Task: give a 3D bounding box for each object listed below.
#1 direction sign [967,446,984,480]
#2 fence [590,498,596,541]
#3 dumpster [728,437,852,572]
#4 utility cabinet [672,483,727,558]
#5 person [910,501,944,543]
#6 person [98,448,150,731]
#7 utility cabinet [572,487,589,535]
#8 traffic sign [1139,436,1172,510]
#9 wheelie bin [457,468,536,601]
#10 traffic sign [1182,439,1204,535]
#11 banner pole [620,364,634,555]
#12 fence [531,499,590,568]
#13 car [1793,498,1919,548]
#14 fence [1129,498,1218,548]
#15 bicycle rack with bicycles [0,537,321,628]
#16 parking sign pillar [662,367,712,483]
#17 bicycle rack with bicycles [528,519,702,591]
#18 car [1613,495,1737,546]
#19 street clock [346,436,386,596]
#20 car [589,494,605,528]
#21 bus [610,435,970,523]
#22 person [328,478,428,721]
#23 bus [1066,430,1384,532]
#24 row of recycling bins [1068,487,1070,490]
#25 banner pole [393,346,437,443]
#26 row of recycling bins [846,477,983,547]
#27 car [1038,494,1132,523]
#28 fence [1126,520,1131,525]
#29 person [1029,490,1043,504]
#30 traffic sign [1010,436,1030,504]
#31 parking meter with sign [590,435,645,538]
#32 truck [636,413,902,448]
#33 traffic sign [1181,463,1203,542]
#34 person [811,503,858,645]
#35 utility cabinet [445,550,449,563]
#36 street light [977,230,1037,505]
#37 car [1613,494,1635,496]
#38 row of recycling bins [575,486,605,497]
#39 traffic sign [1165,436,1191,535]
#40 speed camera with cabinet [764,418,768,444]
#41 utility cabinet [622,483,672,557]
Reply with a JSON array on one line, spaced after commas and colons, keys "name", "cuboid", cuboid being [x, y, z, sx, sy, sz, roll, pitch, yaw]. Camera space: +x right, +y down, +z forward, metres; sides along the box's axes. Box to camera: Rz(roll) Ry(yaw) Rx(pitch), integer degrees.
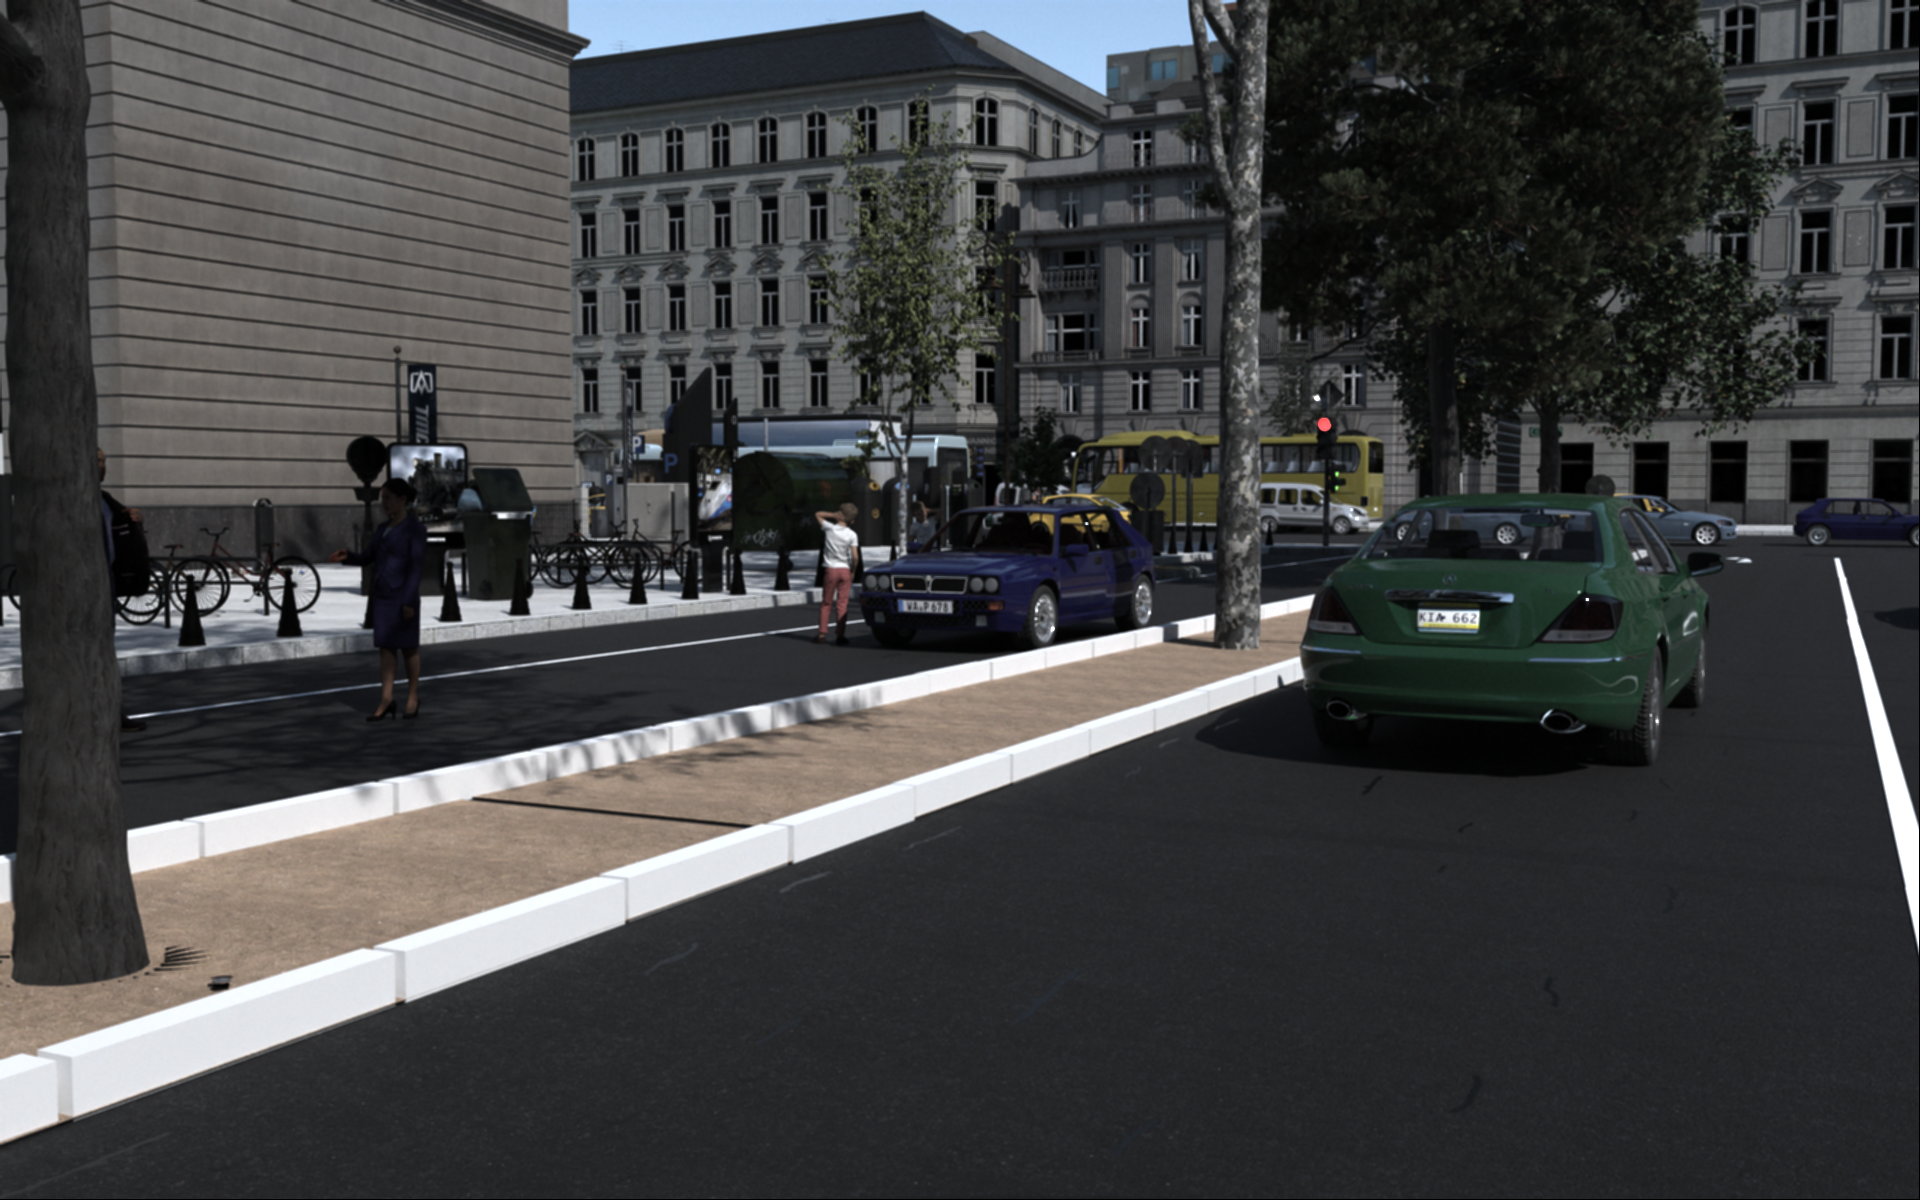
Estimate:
[{"name": "direction sign", "cuboid": [0.675, -5.498, 81.895, 0.876, 3.537, 0.379, 0, 4, -4]}, {"name": "fence", "cuboid": [-9.884, -2.003, 43.951, 2.264, 1.192, 0.480, 3, 5, 42]}, {"name": "dumpster", "cuboid": [-2.938, -1.633, 29.190, 1.502, 2.255, 1.985, 2, 4, 26]}, {"name": "utility cabinet", "cuboid": [-5.206, -1.603, 34.888, 0.318, 1.500, 1.173, 3, 4, 37]}, {"name": "person", "cuboid": [-0.384, -0.517, 20.862, 0.435, 1.345, 0.340, 0, 4, -5]}, {"name": "person", "cuboid": [-5.116, -0.057, 10.258, 0.431, 1.722, 0.655, 1, 4, 21]}, {"name": "utility cabinet", "cuboid": [-11.955, -2.743, 53.528, 1.173, 1.500, 0.318, 3, 4, 38]}, {"name": "traffic sign", "cuboid": [4.240, -2.306, 37.811, 0.768, 2.556, 0.104, 2, 4, 27]}, {"name": "wheelie bin", "cuboid": [-5.665, -0.805, 21.077, 0.693, 1.594, 0.980, 3, 5, 41]}, {"name": "traffic sign", "cuboid": [5.316, -2.464, 40.398, 0.768, 2.556, 0.104, 3, 4, 36]}, {"name": "banner pole", "cuboid": [-6.462, -2.671, 33.695, 0.401, 3.779, 0.863, 0, 4, 4]}, {"name": "fence", "cuboid": [-7.621, -1.180, 30.494, 2.264, 1.192, 0.480, 2, 4, 27]}, {"name": "car", "cuboid": [24.953, -2.131, 47.417, 3.894, 1.354, 1.945, 2, 4, 26]}, {"name": "fence", "cuboid": [5.110, -1.856, 41.542, 2.264, 1.192, 0.480, 0, 4, 4]}, {"name": "bicycle rack with bicycles", "cuboid": [-8.456, -0.263, 17.680, 2.925, 0.926, 2.852, 1, 4, 9]}, {"name": "parking sign pillar", "cuboid": [-5.721, -2.932, 36.413, 1.447, 3.967, 1.447, 2, 4, 24]}, {"name": "bicycle rack with bicycles", "cuboid": [-5.011, -0.651, 24.024, 2.925, 0.926, 2.852, 0, 4, 1]}, {"name": "car", "cuboid": [19.536, -2.262, 48.988, 4.499, 1.417, 2.014, 2, 4, 26]}, {"name": "street clock", "cuboid": [-7.456, -1.055, 21.817, 0.471, 2.002, 0.358, -2, 4, -25]}, {"name": "car", "cuboid": [-14.976, -3.822, 72.713, 3.980, 1.641, 2.015, 2, 4, 26]}, {"name": "bus", "cuboid": [-6.207, -3.830, 57.484, 13.247, 3.499, 2.948, 2, 4, 25]}, {"name": "person", "cuboid": [-3.620, -0.002, 10.907, 0.453, 1.535, 0.546, 1, 4, 11]}, {"name": "bus", "cuboid": [9.947, -4.605, 66.837, 12.252, 3.916, 2.896, 2, 4, 27]}, {"name": "row of recycling bins", "cuboid": [7.653, -6.519, 113.695, 3.534, 1.692, 1.069, 3, 4, 37]}, {"name": "banner pole", "cuboid": [-9.286, -2.411, 29.429, 0.863, 3.779, 0.401, -1, 4, -10]}, {"name": "row of recycling bins", "cuboid": [-1.142, -2.188, 42.887, 3.534, 1.692, 1.069, -1, 4, -21]}, {"name": "car", "cuboid": [3.972, -2.540, 51.746, 3.980, 1.641, 2.015, 2, 4, 28]}, {"name": "fence", "cuboid": [3.787, -1.471, 39.431, 0.278, 0.683, 2.069, 3, 5, 40]}, {"name": "person", "cuboid": [2.505, -2.850, 55.451, 0.532, 1.782, 0.716, 3, 5, 41]}, {"name": "traffic sign", "cuboid": [1.376, -2.323, 38.090, 0.768, 2.556, 0.104, 2, 4, 30]}, {"name": "parking meter with sign", "cuboid": [-10.045, -3.331, 50.717, 0.543, 3.016, 1.738, 3, 4, 36]}, {"name": "truck", "cuboid": [-7.617, -4.573, 63.685, 11.283, 4.237, 2.839, 2, 4, 27]}, {"name": "traffic sign", "cuboid": [5.979, -2.606, 44.732, 0.606, 2.300, 0.079, 2, 4, 30]}, {"name": "person", "cuboid": [-1.199, -0.254, 16.566, 0.435, 1.345, 0.340, -1, 4, -9]}, {"name": "utility cabinet", "cuboid": [-9.824, -1.302, 32.447, 0.306, 1.237, 1.020, -2, 4, -28]}, {"name": "street light", "cuboid": [0.833, -3.528, 30.473, 0.468, 5.910, 1.993, 2, 4, 26]}, {"name": "car", "cuboid": [22.485, -3.068, 60.389, 3.980, 1.641, 2.015, 2, 4, 28]}, {"name": "row of recycling bins", "cuboid": [-19.522, -4.871, 86.749, 3.534, 1.692, 1.069, -3, 4, -37]}, {"name": "traffic sign", "cuboid": [4.723, -2.333, 38.244, 0.768, 2.556, 0.104, 2, 4, 31]}, {"name": "speed camera with cabinet", "cuboid": [-5.705, -3.141, 45.684, 2.038, 3.252, 0.660, 3, 5, 43]}, {"name": "utility cabinet", "cuboid": [-6.273, -1.610, 34.998, 1.173, 1.500, 0.318, 2, 4, 26]}]
